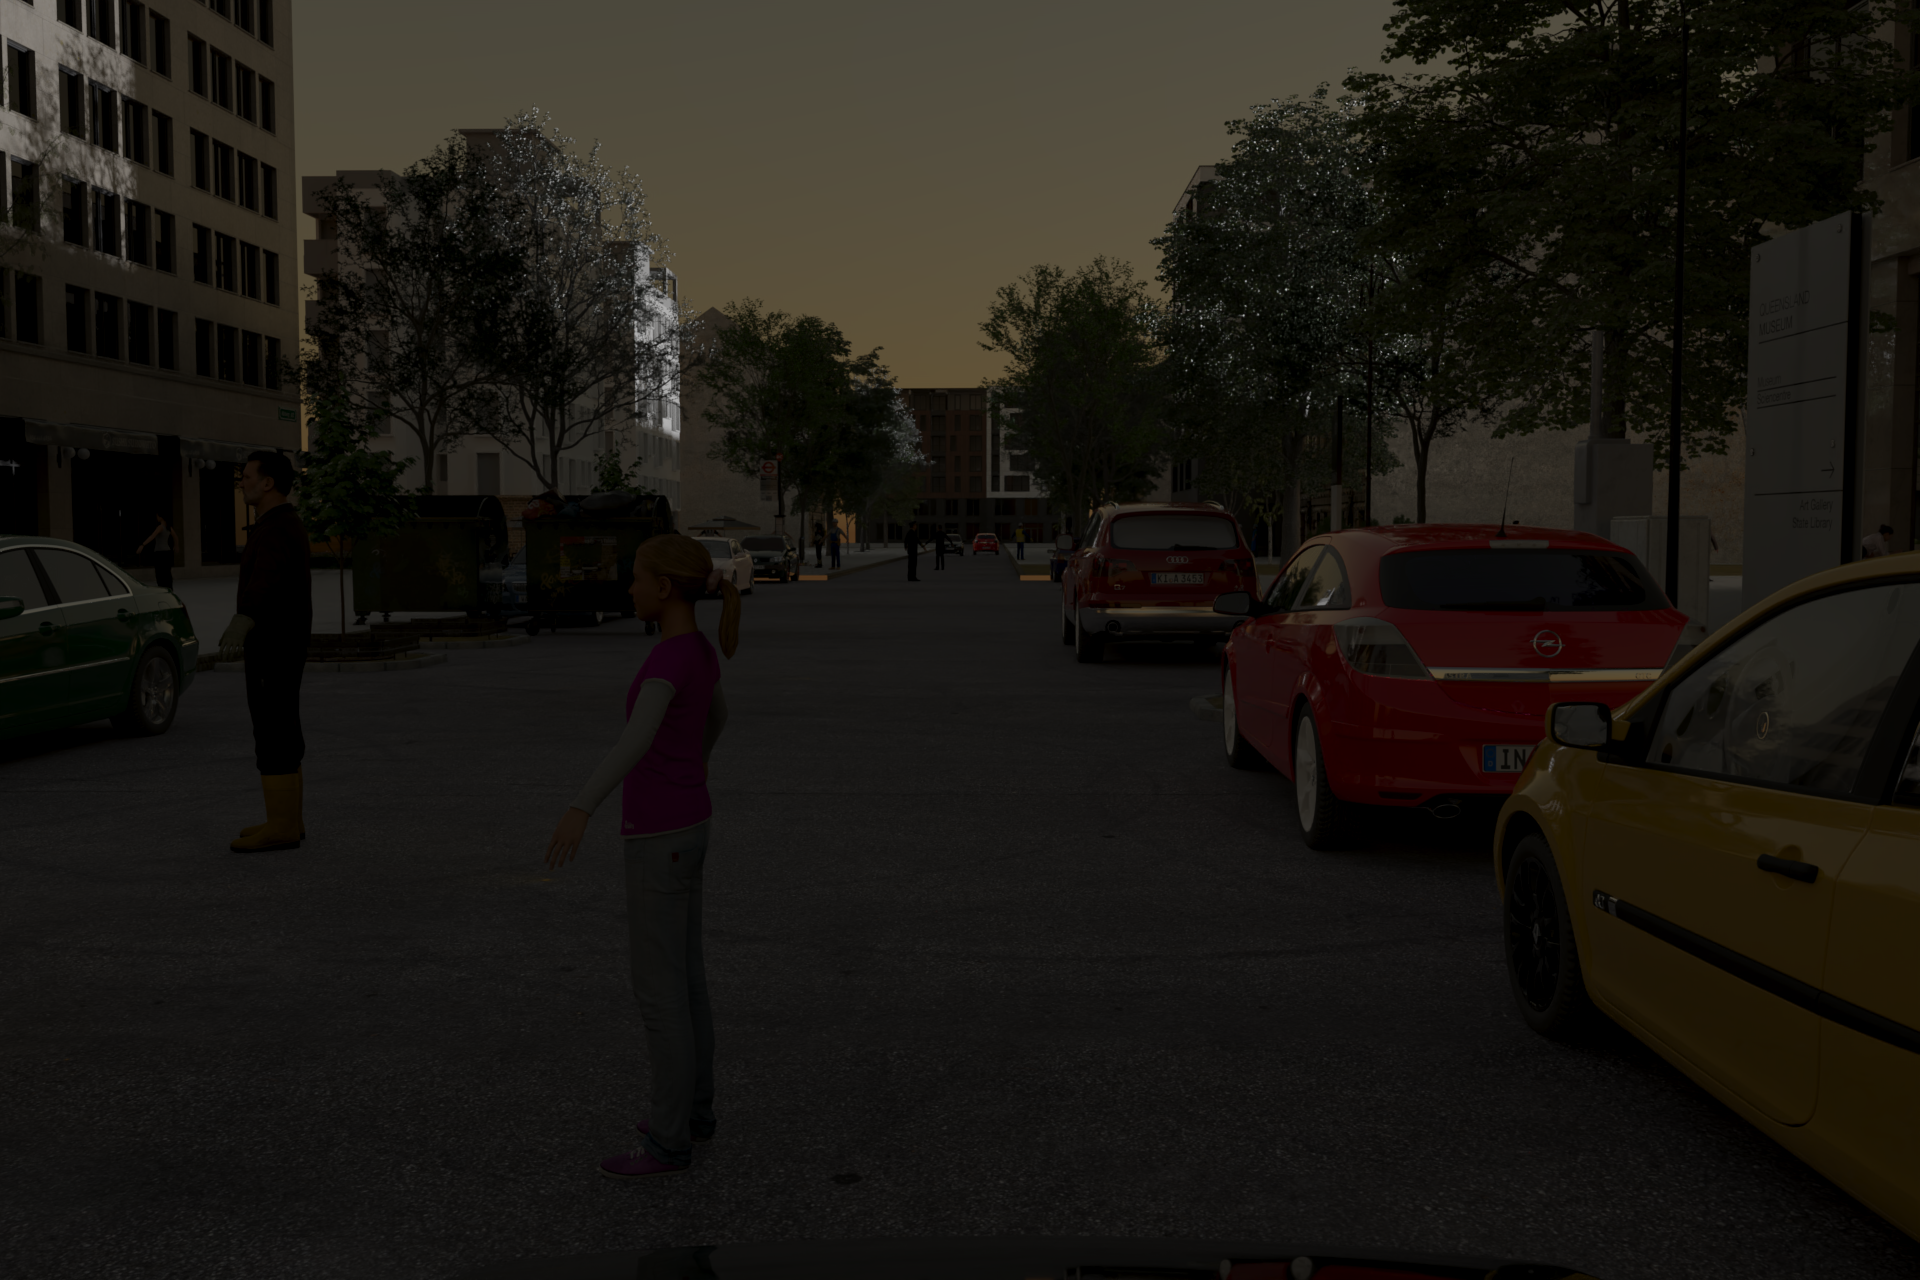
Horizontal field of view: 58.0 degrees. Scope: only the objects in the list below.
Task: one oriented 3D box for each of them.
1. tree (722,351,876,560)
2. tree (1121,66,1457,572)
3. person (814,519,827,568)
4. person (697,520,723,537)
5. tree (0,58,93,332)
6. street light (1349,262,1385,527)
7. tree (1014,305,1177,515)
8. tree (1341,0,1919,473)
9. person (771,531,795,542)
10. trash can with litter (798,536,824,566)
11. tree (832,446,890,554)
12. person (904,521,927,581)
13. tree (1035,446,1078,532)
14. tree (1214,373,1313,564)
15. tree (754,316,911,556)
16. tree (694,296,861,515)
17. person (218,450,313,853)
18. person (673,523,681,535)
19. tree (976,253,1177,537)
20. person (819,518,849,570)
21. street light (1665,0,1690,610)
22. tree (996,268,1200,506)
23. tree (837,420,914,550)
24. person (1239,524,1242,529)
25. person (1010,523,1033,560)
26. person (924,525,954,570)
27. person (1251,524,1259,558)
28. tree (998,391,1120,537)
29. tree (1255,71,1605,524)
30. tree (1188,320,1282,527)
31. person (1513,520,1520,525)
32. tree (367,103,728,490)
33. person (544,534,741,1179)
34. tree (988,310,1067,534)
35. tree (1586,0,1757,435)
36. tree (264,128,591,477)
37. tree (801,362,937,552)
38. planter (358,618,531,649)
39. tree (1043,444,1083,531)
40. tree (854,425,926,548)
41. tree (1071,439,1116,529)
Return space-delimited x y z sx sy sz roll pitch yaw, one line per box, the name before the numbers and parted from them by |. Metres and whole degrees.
tree | -7.894 -9.199 84.824 8.767 10.594 7.601 1 4 11
tree | 9.218 -8.674 48.467 9.857 13.997 8.962 0 3 0
person | -5.380 -3.664 65.683 0.705 1.856 1.354 0 4 0
person | -9.789 -3.770 67.782 1.345 1.843 0.704 -1 4 -12
tree | -12.871 -4.224 19.417 4.360 8.622 3.978 0 3 0
street light | 7.037 -3.486 29.783 0.468 5.910 1.993 0 4 2
tree | 7.433 -11.391 92.894 9.857 13.997 8.962 0 3 0
tree | 8.798 -6.419 23.084 7.486 12.596 7.792 0 3 0
person | -6.906 -3.638 66.276 1.217 1.733 0.721 0 4 -6
trash can with litter | -6.271 -3.624 70.303 1.678 1.210 2.233 0 4 3
tree | -6.922 -9.752 109.814 4.737 8.622 4.395 0 3 0
person | -1.410 -2.702 52.569 0.705 1.837 1.347 -2 4 -29
tree | 7.739 -10.780 126.618 4.737 8.622 4.395 0 3 0
tree | 12.923 -7.476 72.598 4.737 8.622 4.395 0 3 0
tree | -7.542 -11.881 100.913 9.857 13.997 8.962 0 3 0
tree | -7.986 -9.217 76.460 9.928 11.665 9.643 0 3 0
person | -3.178 0.040 7.940 0.704 1.812 1.346 -1 4 -15
person | -13.304 -4.535 80.339 1.347 1.806 0.705 -2 4 -32
tree | 4.369 -8.546 65.488 9.928 11.665 9.643 0 3 0
person | -4.499 -3.456 62.363 1.347 1.847 0.705 2 4 33
street light | 6.519 -2.560 14.395 1.470 5.913 1.316 0 4 2
tree | 6.775 -10.446 81.164 12.009 13.543 11.850 0 3 0
tree | -7.252 -13.043 139.011 9.928 11.665 9.643 0 3 0
person | 13.874 -4.900 86.573 0.721 1.772 1.216 0 4 -7
person | 2.996 -4.852 85.302 1.349 1.833 0.705 3 4 36
person | -0.813 -3.687 68.964 1.346 1.802 0.704 -2 4 -28
person | 15.846 -5.316 93.042 0.704 1.817 1.347 1 4 12
tree | 7.688 -12.537 115.351 12.009 13.543 11.850 0 3 0
tree | 9.401 -6.213 36.001 7.601 10.594 8.767 -2 4 -33
tree | 9.255 -6.612 58.475 4.737 8.622 4.395 0 3 0
person | 18.625 -3.120 57.728 0.721 1.740 1.216 0 4 0
tree | -12.012 -8.570 50.495 12.009 13.543 11.850 0 3 0
person | -0.722 0.475 3.961 0.599 1.433 0.991 0 4 8
tree | 8.292 -17.714 145.508 12.611 20.169 13.585 0 3 0
tree | 26.649 -12.417 58.901 12.611 20.169 13.585 0 3 0
tree | -11.821 -6.405 39.128 7.601 10.594 8.767 -3 5 -41
tree | -6.835 -13.017 123.202 12.009 13.543 11.850 0 3 0
planter | -6.690 -0.083 22.498 1.991 0.319 1.994 0 4 1
tree | 8.532 -11.186 133.245 4.737 8.622 4.395 0 3 0
tree | -7.111 -14.602 156.874 7.486 12.596 7.792 0 3 0
tree | 7.516 -9.540 106.334 4.737 8.622 4.395 0 3 0
